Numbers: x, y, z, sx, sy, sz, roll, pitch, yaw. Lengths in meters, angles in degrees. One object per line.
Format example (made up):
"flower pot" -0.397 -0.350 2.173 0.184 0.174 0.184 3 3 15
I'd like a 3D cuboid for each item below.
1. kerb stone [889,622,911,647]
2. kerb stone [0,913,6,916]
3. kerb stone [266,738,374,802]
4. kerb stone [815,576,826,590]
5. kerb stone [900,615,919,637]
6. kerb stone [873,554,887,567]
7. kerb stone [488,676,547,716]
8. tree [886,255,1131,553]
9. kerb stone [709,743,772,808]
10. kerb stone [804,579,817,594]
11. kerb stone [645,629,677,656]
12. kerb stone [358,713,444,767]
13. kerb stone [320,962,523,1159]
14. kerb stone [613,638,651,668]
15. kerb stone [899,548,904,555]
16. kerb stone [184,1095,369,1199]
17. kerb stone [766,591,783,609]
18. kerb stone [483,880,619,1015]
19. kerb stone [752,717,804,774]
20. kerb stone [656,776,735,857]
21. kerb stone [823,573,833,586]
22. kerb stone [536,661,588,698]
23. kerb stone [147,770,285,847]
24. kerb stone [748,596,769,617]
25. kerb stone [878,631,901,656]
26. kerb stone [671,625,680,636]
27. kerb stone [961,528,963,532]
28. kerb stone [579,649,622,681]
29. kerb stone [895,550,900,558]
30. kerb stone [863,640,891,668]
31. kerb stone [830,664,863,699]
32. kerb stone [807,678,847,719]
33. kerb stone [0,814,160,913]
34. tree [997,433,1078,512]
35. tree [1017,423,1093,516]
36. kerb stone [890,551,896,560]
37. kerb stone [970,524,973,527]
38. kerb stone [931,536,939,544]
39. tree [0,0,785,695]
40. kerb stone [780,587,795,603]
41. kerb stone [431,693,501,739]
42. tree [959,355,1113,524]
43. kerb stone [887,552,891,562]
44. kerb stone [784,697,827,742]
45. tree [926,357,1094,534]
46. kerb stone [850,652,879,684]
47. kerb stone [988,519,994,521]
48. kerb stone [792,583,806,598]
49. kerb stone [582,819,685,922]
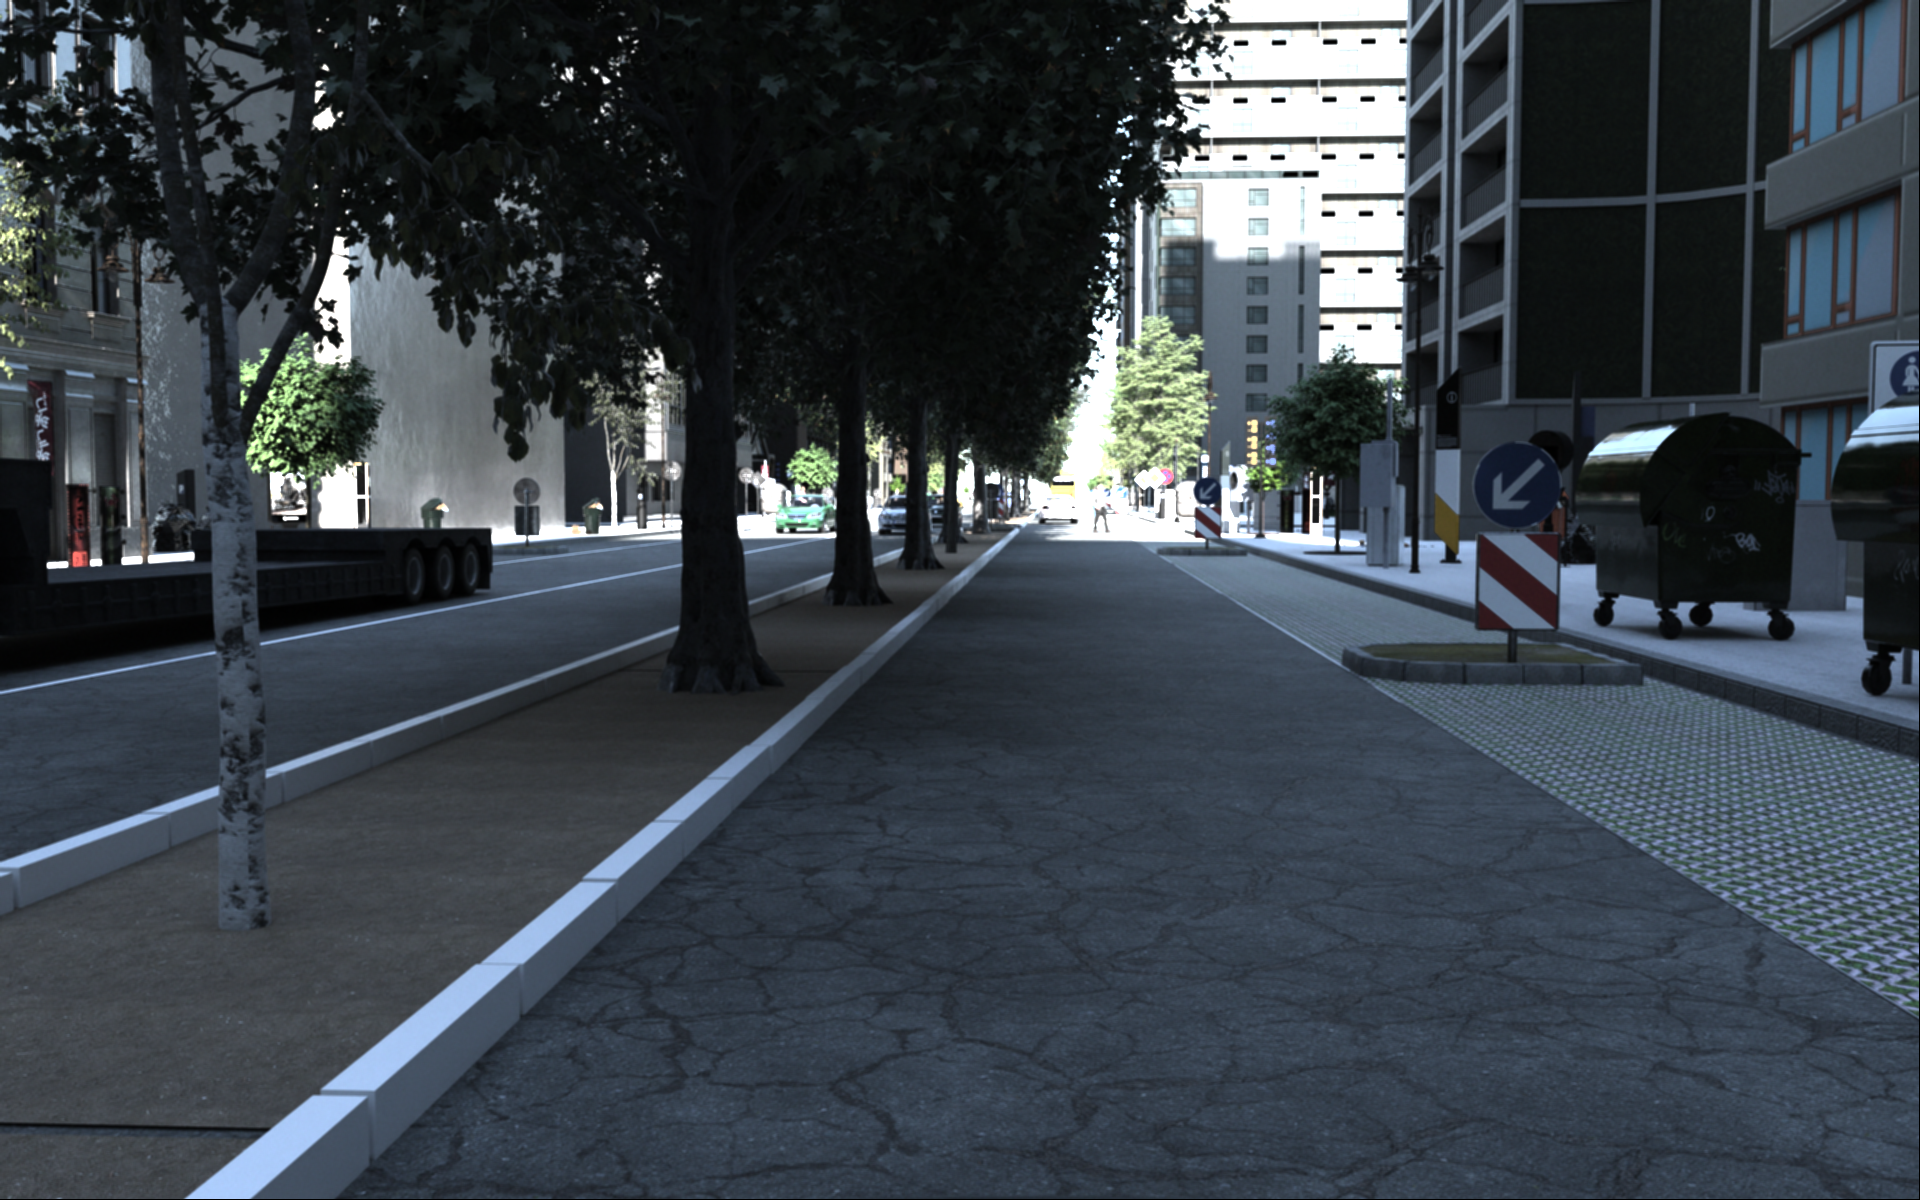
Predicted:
"kerb stone" -0.595 0.348 16.510 0.120 0.150 1.000 0 4 3
"kerb stone" -3.322 1.035 5.420 0.120 0.150 1.000 0 4 3
"kerb stone" -3.148 0.838 8.499 0.120 0.150 1.000 0 4 3
"kerb stone" -2.171 -0.226 25.892 0.120 0.150 1.000 0 4 3
"kerb stone" -0.536 0.285 17.530 0.120 0.150 1.000 0 4 3
"kerb stone" -1.641 -0.790 35.106 0.120 0.150 1.000 0 4 3
"kerb stone" -2.979 0.654 11.563 0.120 0.150 1.000 0 4 3
"tree" -0.257 -6.382 41.223 8.767 10.594 7.601 0 4 3
"kerb stone" -1.059 0.848 8.333 0.120 0.150 1.000 0 4 3
"kerb stone" -2.223 -0.164 24.870 0.120 0.150 1.000 0 4 3
"kerb stone" -2.750 0.400 15.648 0.120 0.150 1.000 0 4 3
"kerb stone" -3.090 0.776 9.521 0.120 0.150 1.000 0 4 3
"kerb stone" -1.289 1.099 4.228 0.120 0.150 1.000 0 4 3
"kerb stone" -2.804 0.463 14.625 0.120 0.150 1.000 0 4 3
"kerb stone" -1.422 -1.040 39.203 0.120 0.150 1.000 0 4 3
"kerb stone" -1.348 1.162 3.197 0.120 0.150 1.000 0 4 3
"kerb stone" -2.400 0.024 21.804 0.120 0.150 1.000 0 4 3
"kerb stone" -1.230 1.043 5.260 0.120 0.150 1.000 0 4 3
"kerb stone" -0.990 0.787 9.353 0.120 0.150 1.000 0 4 3
"kerb stone" -1.115 0.911 7.305 0.120 0.150 1.000 0 4 3
"kerb stone" -2.120 -0.287 26.913 0.120 0.150 1.000 0 4 3
"kerb stone" -2.917 0.588 12.583 0.120 0.150 1.000 0 4 3
"kerb stone" -3.211 0.900 7.479 0.120 0.150 1.000 0 4 3
"kerb stone" -2.460 0.086 20.783 0.120 0.150 1.000 0 4 3
"kerb stone" -0.653 0.414 15.486 0.120 0.150 1.000 0 4 3
"kerb stone" -2.692 0.338 16.676 0.120 0.150 1.000 0 4 3
"kerb stone" 0.033 -2.604 64.808 0.120 0.150 1.000 0 4 3
"kerb stone" -2.862 0.525 13.604 0.120 0.150 1.000 0 4 3
"kerb stone" -1.480 -0.978 38.178 0.120 0.150 1.000 0 4 3
"kerb stone" -0.709 0.473 14.465 0.120 0.150 1.000 0 4 3
"kerb stone" -0.829 0.598 12.419 0.120 0.150 1.000 0 4 3
"kerb stone" -0.884 0.661 11.394 0.120 0.150 1.000 0 4 3
"kerb stone" -3.260 0.963 6.451 0.120 0.150 1.000 0 4 3
"tree" 5.343 -13.140 135.431 7.486 12.596 7.792 0 3 0
"tree" 3.688 -11.402 114.634 9.928 11.665 9.643 0 3 0
"kerb stone" -1.532 -0.915 37.152 0.120 0.150 1.000 0 4 3
"kerb stone" 0.640 -3.262 75.544 0.120 0.150 1.000 0 4 3
"kerb stone" -0.727 -1.792 51.499 0.120 0.150 1.000 0 4 3
"tree" -1.820 -5.678 12.304 9.611 12.733 9.660 0 3 0
"kerb stone" -2.343 -0.039 22.828 0.120 0.150 1.000 0 4 3
"kerb stone" -3.028 0.714 10.542 0.120 0.150 1.000 0 4 3
"tree" 2.500 -11.073 93.870 12.009 13.543 11.850 0 3 0
"kerb stone" -1.592 -0.852 36.127 0.120 0.150 1.000 0 4 3
"kerb stone" -0.938 0.728 10.374 0.120 0.150 1.000 0 4 3
"tree" 0.766 -9.327 61.601 9.857 13.997 8.962 0 3 0
"kerb stone" -0.764 0.541 13.440 0.120 0.150 1.000 0 4 3
"kerb stone" 1.793 -4.514 95.999 0.120 0.150 1.000 0 4 3
"kerb stone" -2.287 -0.101 23.850 0.120 0.150 1.000 0 4 3
"kerb stone" -1.174 0.973 6.281 0.120 0.150 1.000 0 4 3
